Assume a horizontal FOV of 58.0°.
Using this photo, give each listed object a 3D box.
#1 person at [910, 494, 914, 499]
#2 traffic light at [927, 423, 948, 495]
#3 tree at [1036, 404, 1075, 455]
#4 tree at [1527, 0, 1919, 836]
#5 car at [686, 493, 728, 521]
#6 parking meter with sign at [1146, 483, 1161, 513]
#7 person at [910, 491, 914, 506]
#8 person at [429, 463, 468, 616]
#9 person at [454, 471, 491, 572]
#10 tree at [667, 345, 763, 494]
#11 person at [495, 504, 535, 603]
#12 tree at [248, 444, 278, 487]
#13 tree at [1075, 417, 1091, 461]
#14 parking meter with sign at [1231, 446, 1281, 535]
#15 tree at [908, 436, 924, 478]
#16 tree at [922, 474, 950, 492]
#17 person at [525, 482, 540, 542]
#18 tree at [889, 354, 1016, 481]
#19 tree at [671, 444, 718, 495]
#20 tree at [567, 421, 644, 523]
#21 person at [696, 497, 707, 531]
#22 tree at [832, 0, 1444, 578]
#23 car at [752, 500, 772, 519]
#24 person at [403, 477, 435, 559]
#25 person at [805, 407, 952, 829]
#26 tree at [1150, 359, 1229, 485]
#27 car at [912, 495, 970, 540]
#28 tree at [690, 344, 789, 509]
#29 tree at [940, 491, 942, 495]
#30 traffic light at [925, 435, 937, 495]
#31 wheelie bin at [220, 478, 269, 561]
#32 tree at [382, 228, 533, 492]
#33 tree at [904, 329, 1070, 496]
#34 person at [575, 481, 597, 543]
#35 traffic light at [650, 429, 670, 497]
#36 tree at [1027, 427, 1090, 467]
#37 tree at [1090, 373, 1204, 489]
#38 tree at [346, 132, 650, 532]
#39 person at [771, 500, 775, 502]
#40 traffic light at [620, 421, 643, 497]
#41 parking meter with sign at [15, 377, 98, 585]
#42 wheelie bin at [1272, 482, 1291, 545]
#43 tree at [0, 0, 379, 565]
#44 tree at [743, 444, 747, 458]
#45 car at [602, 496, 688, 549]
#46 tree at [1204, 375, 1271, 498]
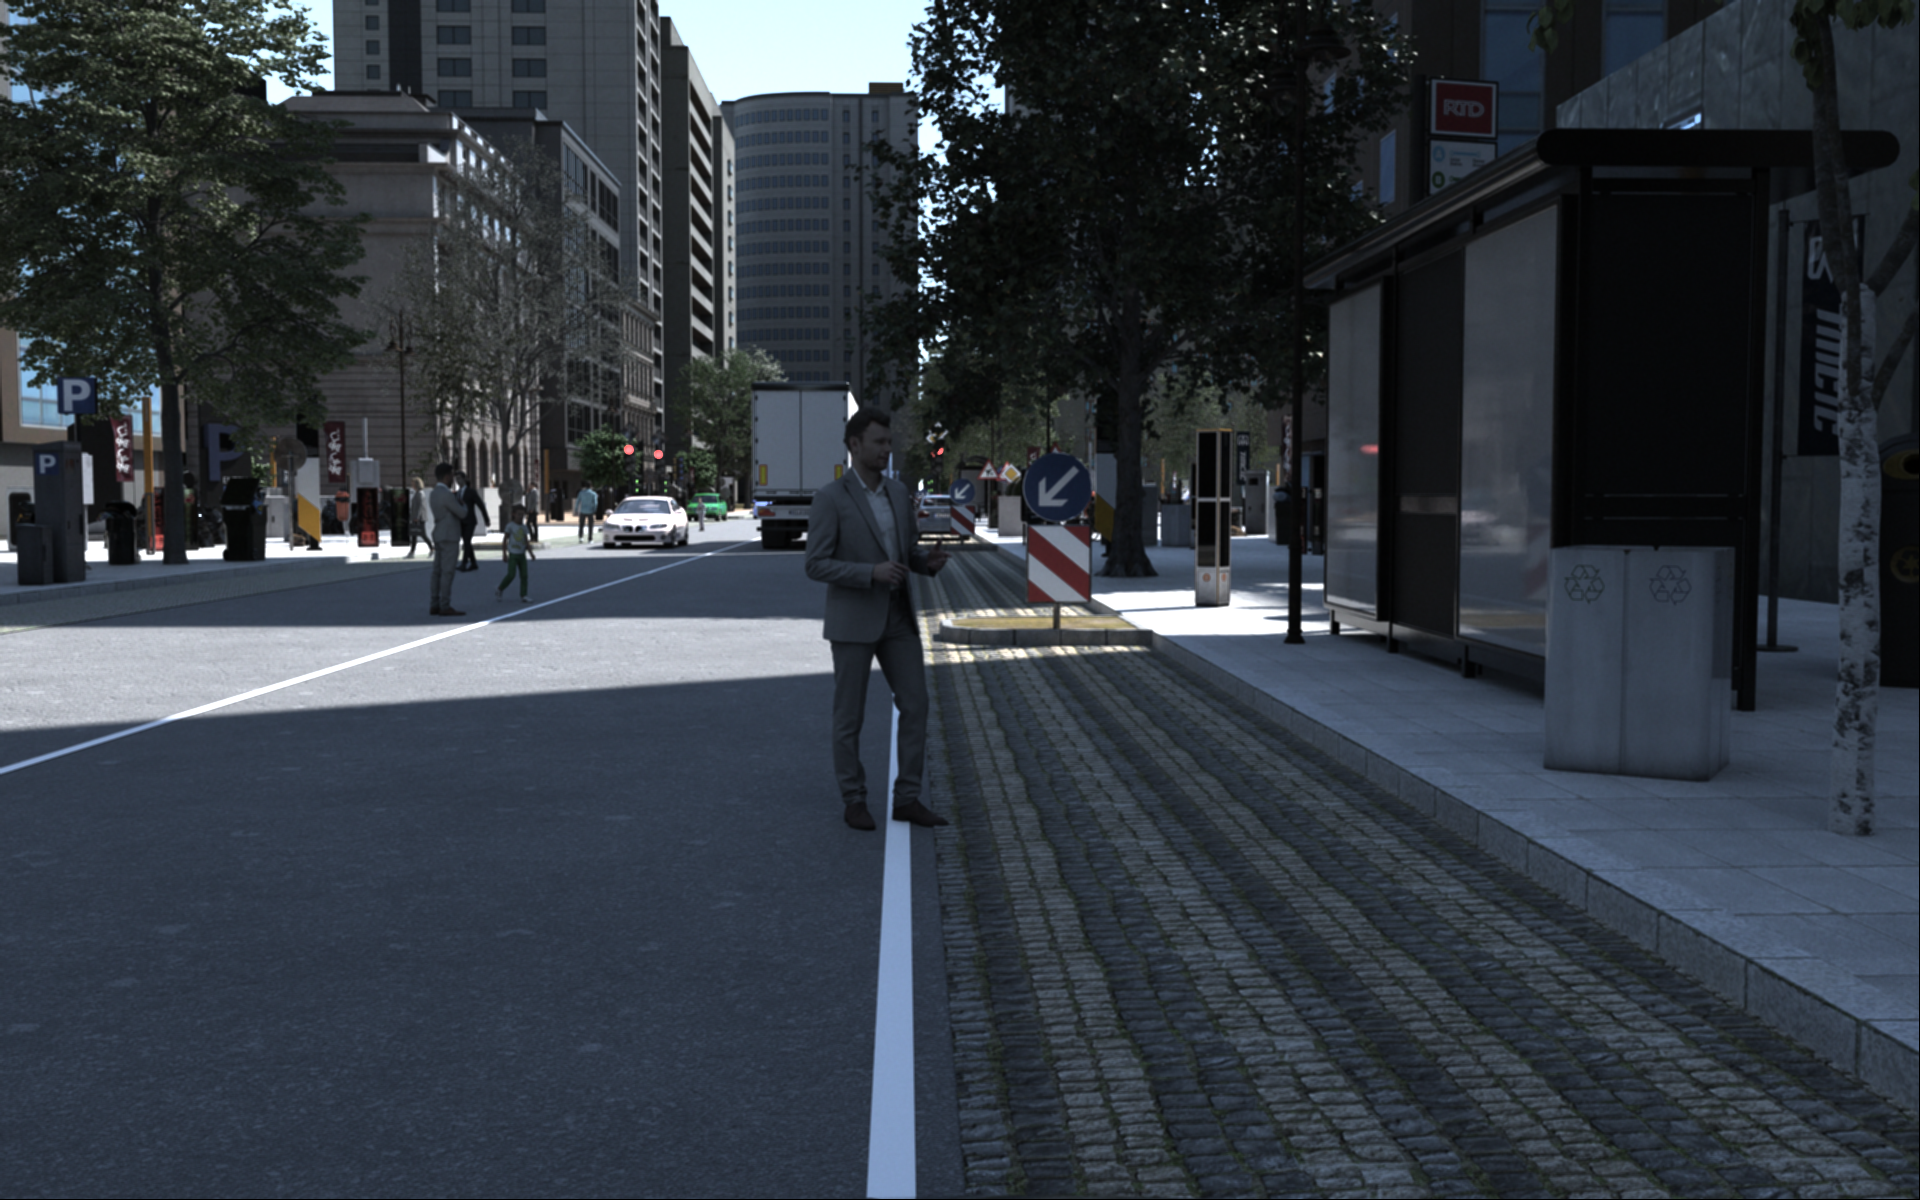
[{"bbox_3d":[-5.127,-10.244,179.182,0.628,1.438,0.799,3,4,37],"label":"person"},{"bbox_3d":[-0.851,-4.775,66.987,0.839,4.253,0.868,0,4,-2],"label":"traffic light"},{"bbox_3d":[8.198,-11.691,141.516,4.360,8.622,3.978,0,3,0],"label":"tree"},{"bbox_3d":[3.194,-3.413,6.166,4.737,8.622,4.395,0,3,0],"label":"tree"},{"bbox_3d":[-13.384,-5.062,91.562,1.959,1.807,4.718,0,4,-1],"label":"car"},{"bbox_3d":[13.104,-7.520,119.205,1.738,3.016,0.543,1,4,11],"label":"parking meter with sign"},{"bbox_3d":[-5.034,-10.525,181.142,0.434,1.755,0.990,1,4,13],"label":"person"},{"bbox_3d":[-6.042,-0.725,20.542,0.511,1.800,0.466,3,4,37],"label":"person"},{"bbox_3d":[-9.163,-1.452,32.019,0.659,1.850,0.755,2,4,27],"label":"person"},{"bbox_3d":[-16.682,-11.906,120.418,9.928,11.665,9.643,0,3,0],"label":"tree"},{"bbox_3d":[-5.899,-0.624,22.944,0.590,1.304,0.306,2,4,27],"label":"person"},{"bbox_3d":[-24.424,-3.974,59.575,1.663,3.219,1.824,0,3,0],"label":"tree"},{"bbox_3d":[11.328,-10.886,128.346,4.360,8.622,3.978,0,3,0],"label":"tree"},{"bbox_3d":[9.379,-3.573,54.673,1.738,3.016,0.543,2,4,24],"label":"parking meter with sign"},{"bbox_3d":[-3.668,-17.009,212.506,7.601,10.594,8.767,-3,5,-42],"label":"tree"},{"bbox_3d":[-1.986,-11.390,169.942,4.285,4.588,4.351,0,3,0],"label":"tree"},{"bbox_3d":[-12.641,-2.598,51.158,0.473,1.802,0.592,0,4,3],"label":"person"},{"bbox_3d":[-0.434,-13.804,136.060,12.009,13.543,11.850,0,3,0],"label":"tree"},{"bbox_3d":[-17.286,-7.928,113.340,4.285,4.588,4.351,0,3,0],"label":"tree"},{"bbox_3d":[-15.952,-5.771,78.062,4.285,4.588,4.351,0,3,0],"label":"tree"},{"bbox_3d":[-10.013,-3.317,67.012,0.425,1.301,0.394,0,4,6],"label":"person"},{"bbox_3d":[2.723,-6.719,26.866,9.611,12.733,9.660,0,3,0],"label":"tree"},{"bbox_3d":[-11.030,-5.548,100.304,1.945,1.707,3.694,0,4,-2],"label":"car"},{"bbox_3d":[-11.894,-1.801,38.134,0.728,1.800,0.709,-2,4,-25],"label":"person"},{"bbox_3d":[-0.324,0.080,7.397,0.583,1.804,0.606,3,5,43],"label":"person"},{"bbox_3d":[18.977,-13.746,142.871,7.486,12.596,7.792,0,3,0],"label":"tree"},{"bbox_3d":[-0.600,-2.598,54.472,2.014,1.417,4.499,0,4,-2],"label":"car"},{"bbox_3d":[-18.262,-14.795,148.555,9.857,13.997,8.962,0,3,0],"label":"tree"},{"bbox_3d":[-2.240,-14.256,183.454,4.737,8.622,4.395,0,3,0],"label":"tree"},{"bbox_3d":[-1.108,-5.263,74.968,0.839,4.253,0.868,0,4,-2],"label":"traffic light"},{"bbox_3d":[-13.762,-1.553,33.298,0.980,1.594,0.693,1,4,10],"label":"wheelie bin"},{"bbox_3d":[-14.330,-6.023,48.846,4.360,8.622,3.978,0,3,0],"label":"tree"},{"bbox_3d":[1.763,-10.042,82.308,7.486,12.596,7.792,0,3,0],"label":"tree"},{"bbox_3d":[-10.904,-2.566,50.473,0.660,1.820,0.620,0,4,-4],"label":"person"},{"bbox_3d":[-12.913,-5.239,74.574,0.839,4.253,0.868,0,4,-2],"label":"traffic light"},{"bbox_3d":[2.695,-3.421,50.541,1.663,3.219,1.824,0,3,0],"label":"tree"},{"bbox_3d":[10.238,-8.840,94.894,4.360,8.622,3.978,0,3,0],"label":"tree"},{"bbox_3d":[-15.211,-9.038,58.146,12.009,13.543,11.850,0,3,0],"label":"tree"},{"bbox_3d":[-9.027,-4.674,85.263,0.374,1.781,0.599,-3,5,-43],"label":"person"},{"bbox_3d":[-12.656,-4.751,66.593,0.839,4.253,0.868,0,4,-2],"label":"traffic light"},{"bbox_3d":[-13.092,-1.762,25.076,0.543,3.016,1.738,0,4,-5],"label":"parking meter with sign"},{"bbox_3d":[8.255,-2.189,43.704,0.693,1.594,0.980,1,4,17],"label":"wheelie bin"},{"bbox_3d":[-14.816,-6.925,31.351,7.486,12.596,7.792,0,3,0],"label":"tree"},{"bbox_3d":[-19.190,-17.337,193.827,12.009,13.543,11.850,0,3,0],"label":"tree"},{"bbox_3d":[-8.509,-2.126,47.116,2.083,1.381,4.827,0,4,-2],"label":"car"},{"bbox_3d":[16.114,-8.941,96.541,4.360,8.622,3.978,0,3,0],"label":"tree"}]
